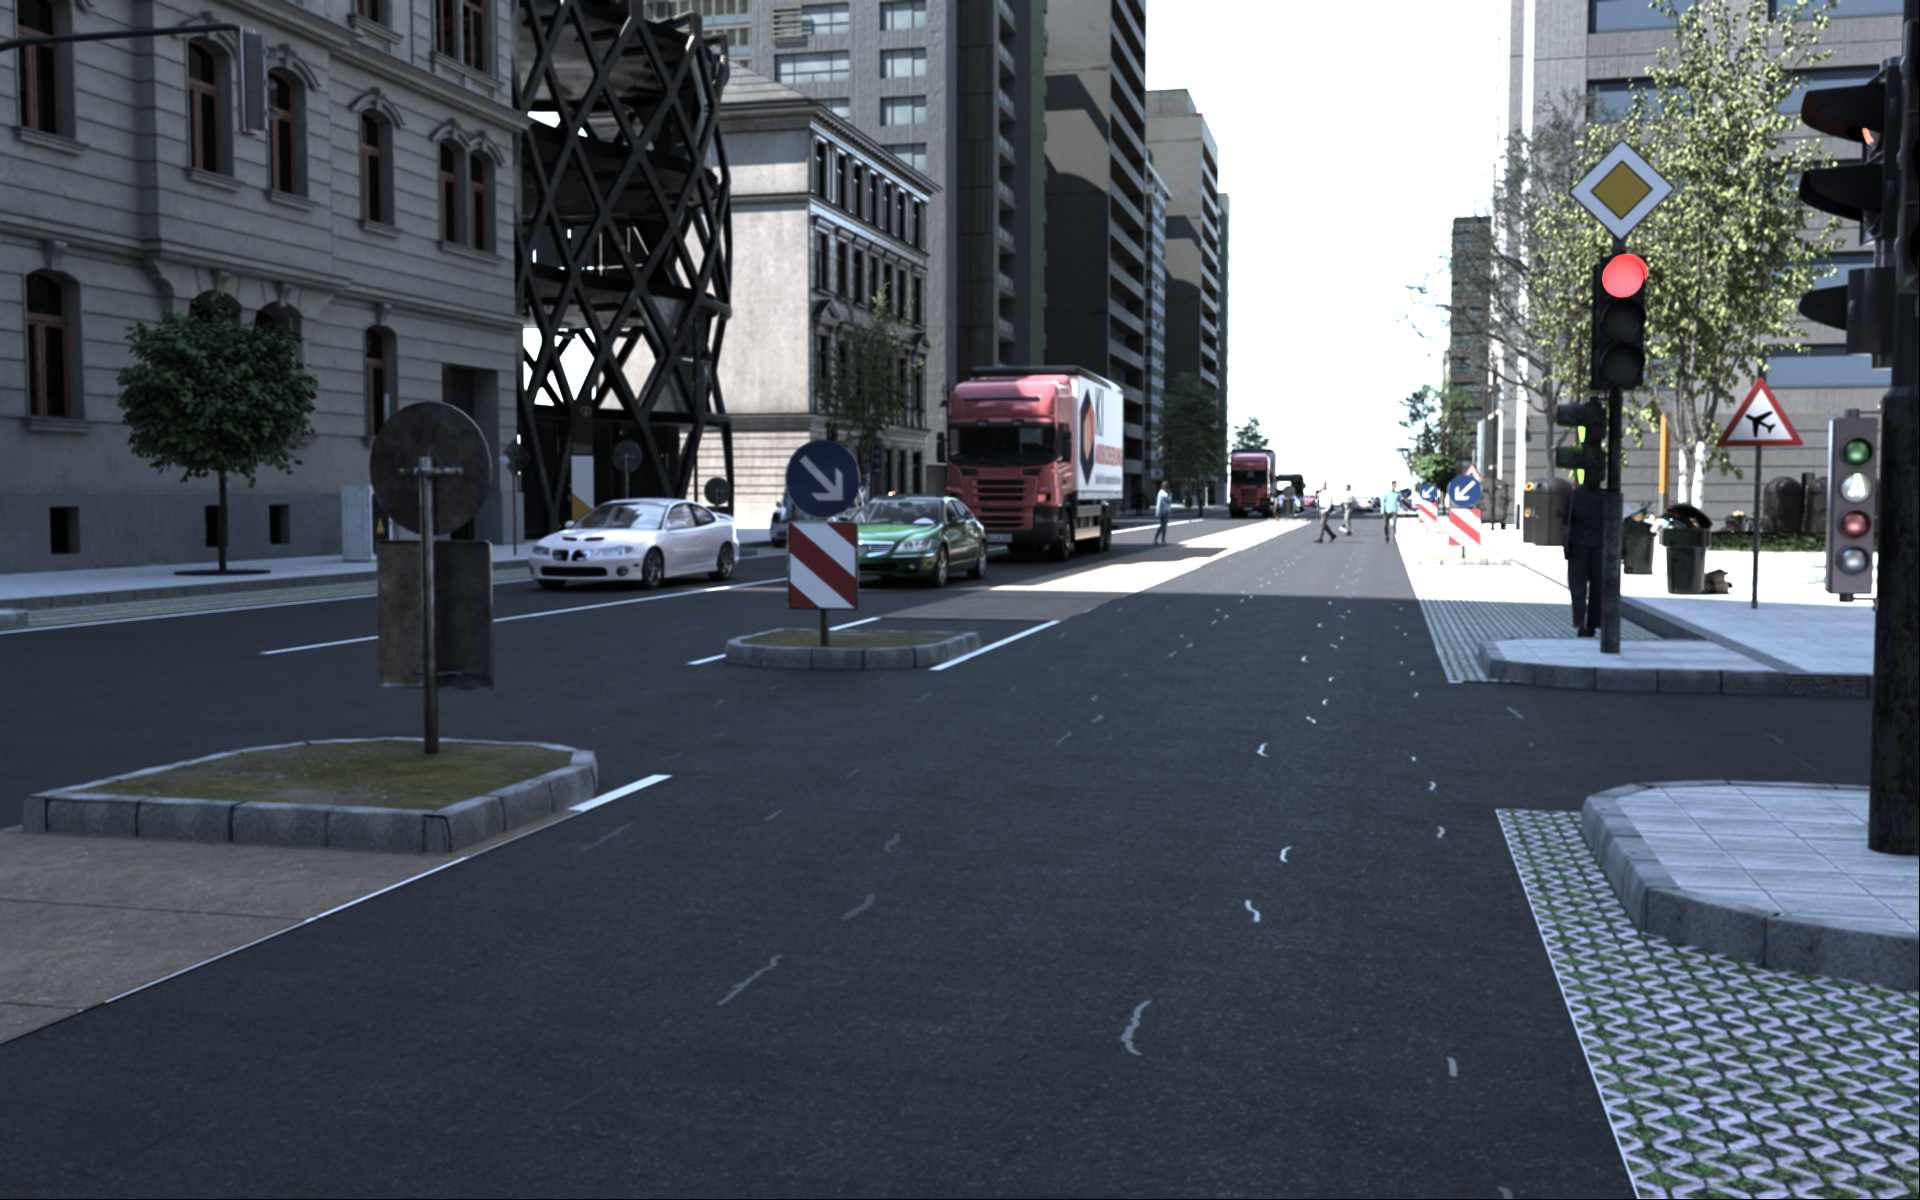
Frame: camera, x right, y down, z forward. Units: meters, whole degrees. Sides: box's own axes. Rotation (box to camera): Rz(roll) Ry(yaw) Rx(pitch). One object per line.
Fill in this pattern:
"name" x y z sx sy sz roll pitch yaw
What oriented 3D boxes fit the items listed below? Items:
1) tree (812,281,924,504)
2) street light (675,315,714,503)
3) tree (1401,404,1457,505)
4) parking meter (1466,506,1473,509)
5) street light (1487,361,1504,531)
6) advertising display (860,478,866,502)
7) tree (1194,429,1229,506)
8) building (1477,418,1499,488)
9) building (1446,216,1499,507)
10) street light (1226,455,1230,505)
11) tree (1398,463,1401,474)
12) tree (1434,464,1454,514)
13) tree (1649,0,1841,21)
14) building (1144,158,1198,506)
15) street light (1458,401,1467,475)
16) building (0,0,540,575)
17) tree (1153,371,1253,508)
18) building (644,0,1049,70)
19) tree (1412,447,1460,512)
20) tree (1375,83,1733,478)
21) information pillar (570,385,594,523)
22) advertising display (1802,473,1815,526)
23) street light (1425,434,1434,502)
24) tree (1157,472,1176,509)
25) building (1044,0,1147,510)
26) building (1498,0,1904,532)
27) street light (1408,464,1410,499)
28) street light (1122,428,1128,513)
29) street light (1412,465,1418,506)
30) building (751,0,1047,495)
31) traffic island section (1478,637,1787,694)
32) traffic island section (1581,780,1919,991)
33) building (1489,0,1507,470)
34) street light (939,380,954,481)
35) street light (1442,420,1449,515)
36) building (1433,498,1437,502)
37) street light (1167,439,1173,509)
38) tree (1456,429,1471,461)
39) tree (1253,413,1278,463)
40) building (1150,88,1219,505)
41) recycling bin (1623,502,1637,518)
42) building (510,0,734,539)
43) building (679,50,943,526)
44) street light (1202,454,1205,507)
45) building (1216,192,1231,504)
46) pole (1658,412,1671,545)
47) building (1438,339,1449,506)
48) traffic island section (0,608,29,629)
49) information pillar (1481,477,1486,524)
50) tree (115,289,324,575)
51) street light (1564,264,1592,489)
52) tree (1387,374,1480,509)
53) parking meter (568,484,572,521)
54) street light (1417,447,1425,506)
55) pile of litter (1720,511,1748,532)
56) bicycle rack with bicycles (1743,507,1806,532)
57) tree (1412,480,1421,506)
"tree" -3.272 -6.750 60.724 4.737 8.622 4.395 0 3 0
"street light" -6.849 -4.406 44.833 0.468 5.910 1.993 1 4 14
"tree" 39.027 -11.655 140.920 4.737 8.622 4.395 0 3 0
"parking meter" 20.021 -3.658 68.214 0.372 1.533 0.369 0 3 0
"street light" 18.550 -5.343 60.139 0.468 5.910 1.993 1 4 14
"advertising display" -4.103 -4.021 70.952 0.974 1.923 0.123 -3 4 -37
"tree" 25.741 -14.047 180.024 4.360 8.622 3.978 0 3 0
"building" 54.071 -50.417 136.988 22.319 86.520 31.000 1 4 14
"building" 58.159 -25.001 180.467 14.160 30.474 14.107 1 4 14
"street light" 30.898 -13.884 199.784 0.468 5.910 1.993 1 4 14
"tree" 44.992 -13.341 168.492 4.737 8.622 4.395 0 3 0
"tree" 31.271 -7.126 111.110 1.663 3.219 1.824 0 3 0
"tree" 10.266 -4.512 24.141 4.737 8.622 4.395 0 3 0
"building" 9.659 -30.575 191.775 32.217 40.220 23.993 1 4 14
"street light" 24.835 -6.914 85.824 0.468 5.910 1.993 1 4 14
"building" -19.837 -15.099 34.253 14.401 28.519 23.554 1 4 14
"tree" 21.466 -14.834 160.660 7.486 12.596 7.792 0 3 0
"building" -8.102 -26.296 121.825 32.217 40.220 23.993 1 4 14
"tree" 33.711 -8.491 122.548 4.285 4.588 4.351 0 3 0
"tree" 17.736 -8.629 51.448 12.009 13.543 11.850 0 3 0
"information pillar" -8.134 -2.815 37.387 0.504 3.616 0.183 -1 4 -15
"advertising display" 25.599 -2.881 52.312 0.123 1.923 0.974 3 5 40
"street light" 36.463 -9.870 134.155 0.468 5.910 1.993 1 4 14
"tree" 18.278 -9.706 153.292 1.663 3.219 1.824 0 3 0
"building" 3.270 -31.733 142.537 21.300 48.544 21.600 1 4 14
"building" 32.948 -32.239 69.105 21.231 58.520 28.212 1 4 14
"street light" 56.300 -14.847 215.530 0.468 5.910 1.993 1 4 14
"street light" 11.243 -8.941 118.977 0.468 5.910 1.993 1 4 14
"street light" 49.977 -13.239 189.240 0.468 5.910 1.993 1 4 14
"building" -3.164 -25.473 100.084 14.154 41.232 14.086 1 4 14
"traffic island section" 5.282 0.505 14.017 2.009 0.180 2.903 1 4 14
"traffic island section" 3.399 0.980 6.256 2.009 0.180 2.903 1 4 14
"building" 48.283 -31.775 108.757 28.713 52.752 27.495 1 4 14
"street light" -0.475 -5.976 70.495 0.468 5.910 1.993 1 4 14
"street light" 30.304 -8.285 108.239 0.468 5.910 1.993 1 4 14
"building" 78.069 -32.621 225.241 32.217 40.220 23.993 1 4 14
"street light" 17.606 -10.531 144.973 0.468 5.910 1.993 1 4 14
"tree" 14.550 -5.441 39.317 4.737 8.622 4.395 0 3 0
"tree" 40.537 -19.789 241.675 7.486 12.596 7.792 0 3 0
"building" 19.912 -36.013 212.519 21.300 48.544 21.600 1 4 14
"recycling bin" 21.488 -2.677 56.323 0.722 1.027 0.722 -1 4 -8
"building" -16.091 -11.448 54.635 16.820 18.784 16.811 1 4 14
"building" -8.239 -13.021 77.526 10.561 19.102 19.286 1 4 14
"street light" 24.521 -12.314 174.113 0.468 5.910 1.993 1 4 14
"building" 28.045 -33.390 229.523 14.154 41.232 14.086 1 4 14
"pole" 17.583 -3.021 43.233 0.158 3.312 0.155 0 3 0
"building" 70.159 -21.705 199.923 27.650 21.520 28.899 1 4 14
"traffic island section" -11.230 0.261 18.014 2.009 0.180 2.903 1 4 14
"information pillar" 22.180 -4.241 73.829 0.304 2.012 0.304 -3 5 -44
"tree" -11.897 -2.695 27.771 4.285 4.588 4.351 0 3 0
"street light" 12.291 -3.771 34.449 0.468 5.910 1.993 1 4 14
"tree" 40.762 -13.668 149.228 9.928 11.665 9.643 0 3 0
"parking meter" -9.304 -2.056 42.019 0.372 1.533 0.369 0 3 0
"street light" 42.792 -11.452 160.034 0.468 5.910 1.993 1 4 14
"pile of litter" 19.796 -1.874 44.610 1.176 0.858 1.719 -1 4 -9
"bicycle rack with bicycles" 22.839 -2.093 47.606 2.925 0.926 2.852 -1 4 -13
"tree" 51.185 -12.113 192.650 1.663 3.219 1.824 0 3 0
